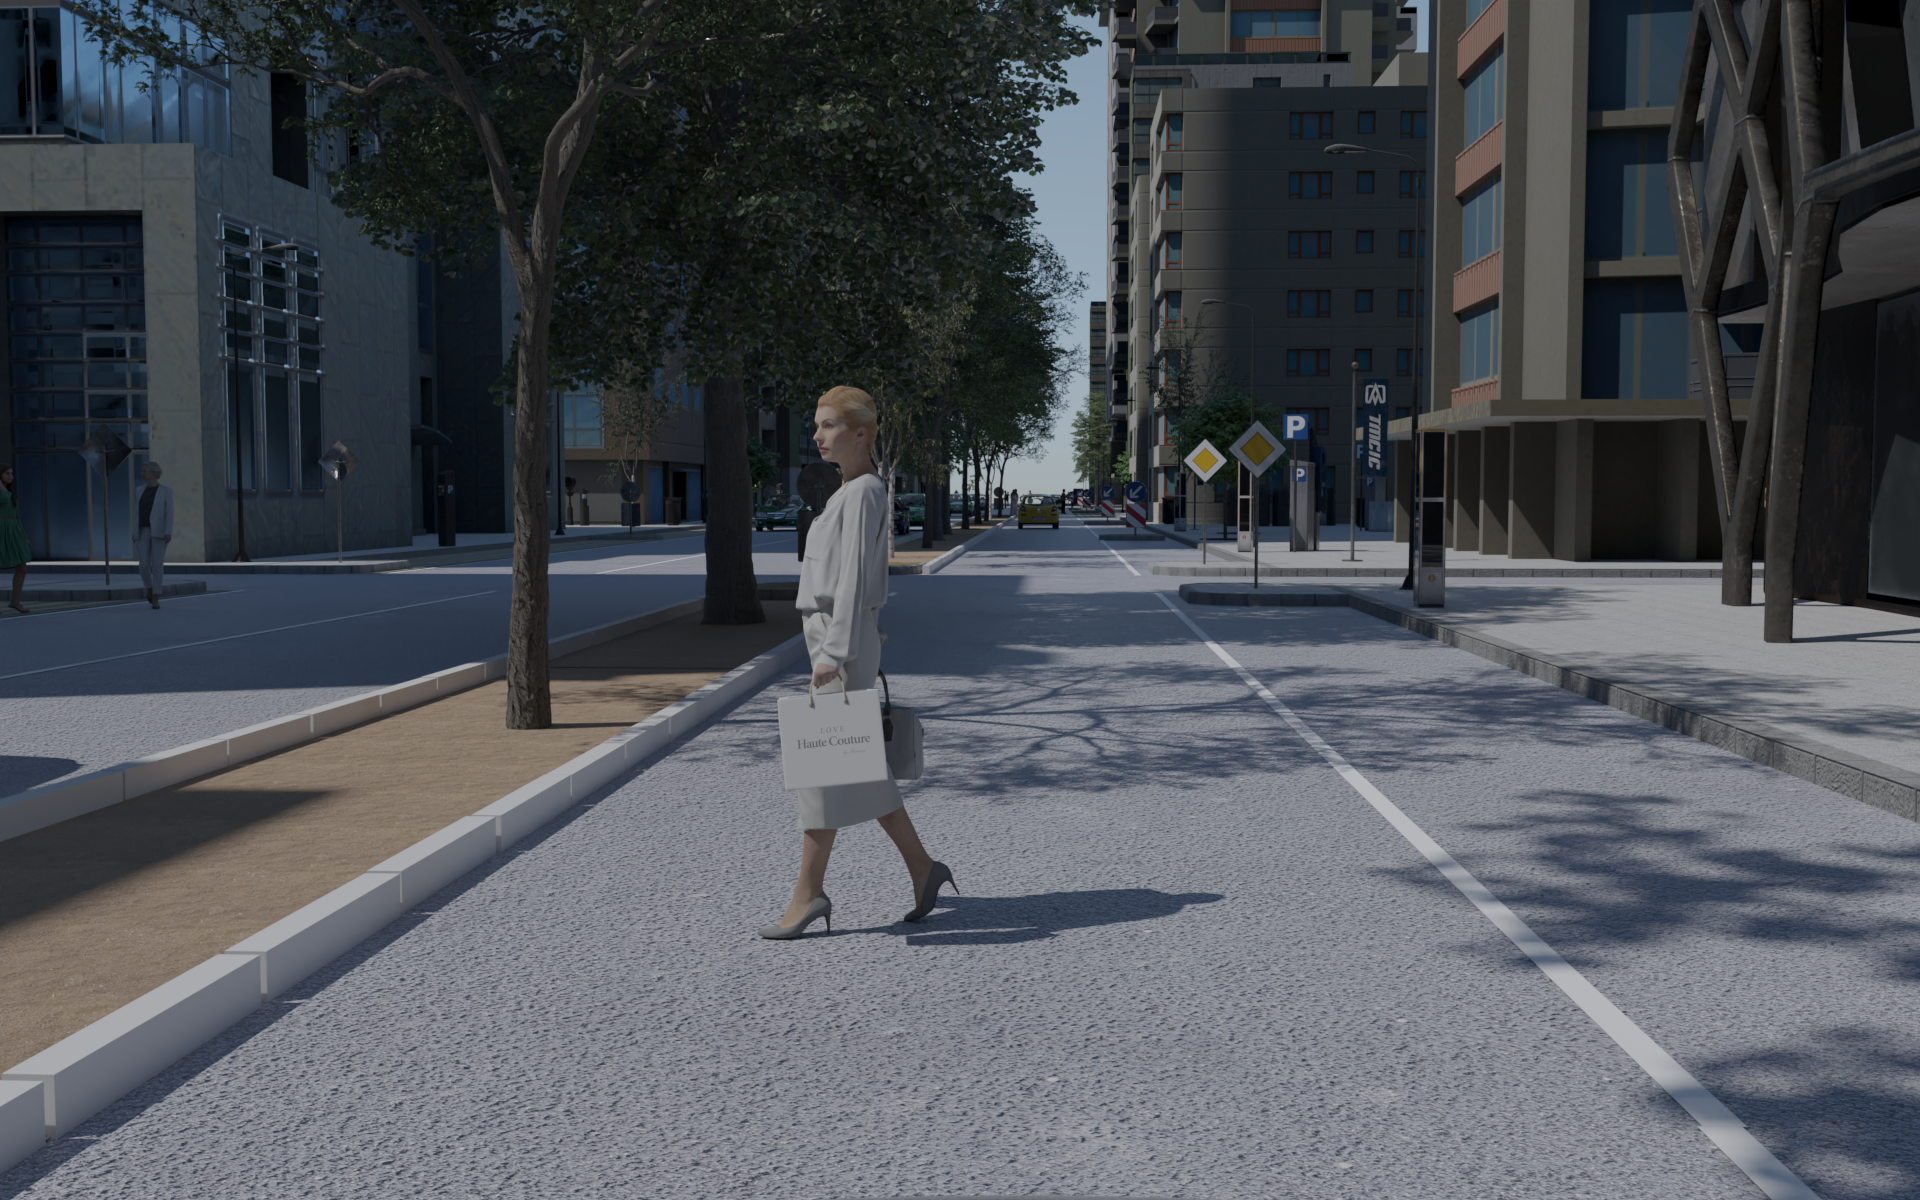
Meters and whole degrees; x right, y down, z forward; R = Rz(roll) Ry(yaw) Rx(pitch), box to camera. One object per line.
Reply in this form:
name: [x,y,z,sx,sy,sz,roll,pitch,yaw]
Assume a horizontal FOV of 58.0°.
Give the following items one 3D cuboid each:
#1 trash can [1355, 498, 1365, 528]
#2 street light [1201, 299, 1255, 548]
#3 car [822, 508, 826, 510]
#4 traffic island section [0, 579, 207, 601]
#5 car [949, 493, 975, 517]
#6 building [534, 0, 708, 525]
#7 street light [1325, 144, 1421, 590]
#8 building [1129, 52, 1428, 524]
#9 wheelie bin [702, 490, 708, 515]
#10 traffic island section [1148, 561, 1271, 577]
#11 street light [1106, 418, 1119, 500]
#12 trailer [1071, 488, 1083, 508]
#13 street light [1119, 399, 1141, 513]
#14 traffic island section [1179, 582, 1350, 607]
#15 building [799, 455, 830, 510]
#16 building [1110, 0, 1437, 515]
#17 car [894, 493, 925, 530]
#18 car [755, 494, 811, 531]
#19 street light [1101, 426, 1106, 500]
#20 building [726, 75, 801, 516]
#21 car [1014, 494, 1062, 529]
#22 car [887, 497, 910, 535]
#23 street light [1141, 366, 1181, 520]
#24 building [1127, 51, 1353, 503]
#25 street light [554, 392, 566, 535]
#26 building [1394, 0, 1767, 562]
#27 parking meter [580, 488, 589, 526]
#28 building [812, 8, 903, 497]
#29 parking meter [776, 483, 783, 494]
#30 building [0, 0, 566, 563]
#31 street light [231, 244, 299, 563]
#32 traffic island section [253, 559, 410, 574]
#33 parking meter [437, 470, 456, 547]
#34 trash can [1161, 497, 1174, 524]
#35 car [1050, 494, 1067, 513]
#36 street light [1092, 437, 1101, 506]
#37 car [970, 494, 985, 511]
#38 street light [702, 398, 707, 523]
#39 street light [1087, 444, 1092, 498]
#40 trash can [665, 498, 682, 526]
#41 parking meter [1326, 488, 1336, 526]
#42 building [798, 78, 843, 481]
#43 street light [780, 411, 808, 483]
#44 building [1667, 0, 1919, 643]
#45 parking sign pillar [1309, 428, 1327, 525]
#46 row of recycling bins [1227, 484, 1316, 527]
trash can: [15.416,-3.326,66.039,0.748,1.137,0.748,0,3,0]
street light: [6.453,-4.214,41.434,1.470,5.913,1.316,0,4,3]
car: [-5.640,-4.396,81.469,1.945,1.707,3.694,0,4,2]
traffic island section: [-12.027,-0.130,24.399,2.009,0.180,2.903,0,4,3]
car: [-0.018,-6.215,110.403,1.959,1.807,4.718,0,4,3]
building: [-19.241,-26.120,77.169,14.600,45.320,14.200,0,4,3]
street light: [5.545,-3.095,23.151,1.470,5.913,1.316,0,4,3]
building: [23.156,-14.850,87.845,27.650,21.520,28.899,0,4,3]
wheelie bin: [-11.191,-4.277,77.844,0.693,1.594,0.980,2,4,24]
traffic island section: [4.467,-0.565,31.514,2.009,0.180,2.903,0,4,3]
street light: [9.901,-8.175,106.205,1.470,5.913,1.316,0,4,3]
trailer: [11.994,-10.338,176.081,1.471,1.999,3.904,0,4,2]
street light: [8.700,-6.864,84.764,1.470,5.913,1.316,0,4,3]
traffic island section: [4.042,-0.077,23.540,2.009,0.180,2.903,0,4,3]
building: [-19.716,-41.535,117.354,20.563,71.187,20.611,0,4,3]
building: [23.347,-29.603,138.627,22.147,44.769,28.867,0,4,3]
car: [-2.040,-3.640,68.315,1.959,1.807,4.718,0,4,2]
car: [-6.887,-3.439,68.020,2.131,1.459,4.920,0,4,2]
street light: [10.580,-8.915,118.309,1.470,5.913,1.316,0,4,3]
building: [-17.194,-20.081,100.025,14.160,30.474,14.107,0,4,3]
car: [3.251,-3.797,72.303,2.015,1.641,3.980,0,4,1]
car: [-2.726,-3.004,61.701,1.945,1.354,3.894,0,4,2]
street light: [7.419,-5.526,62.887,1.470,5.913,1.316,0,4,3]
building: [18.380,-21.138,117.309,14.160,30.474,14.107,0,4,3]
street light: [-11.926,-4.967,53.746,1.470,5.913,1.316,0,4,3]
building: [24.657,-23.588,40.289,28.867,44.769,22.147,0,4,3]
parking meter: [-15.174,-3.766,69.978,0.372,1.533,0.369,0,3,0]
building: [-16.922,-32.990,163.084,21.300,48.544,21.600,0,4,3]
parking meter: [-9.807,-5.408,94.138,0.255,1.863,0.399,1,4,21]
building: [-24.357,-44.827,45.598,22.319,86.520,31.000,0,4,3]
street light: [-12.944,-3.655,32.295,1.470,5.913,1.316,0,4,3]
traffic island section: [-11.601,-0.617,32.373,2.009,0.180,2.903,0,4,3]
parking meter: [-12.551,-2.238,42.308,0.255,1.863,0.399,2,4,25]
trash can: [8.943,-3.812,73.983,0.748,1.137,0.748,0,3,0]
car: [7.112,-7.411,132.974,2.131,1.459,4.920,0,4,4]
street light: [11.627,-10.227,139.758,1.470,5.913,1.316,0,4,3]
car: [1.290,-7.183,129.239,2.131,1.459,4.920,0,4,1]
street light: [-10.628,-6.317,75.820,1.470,5.913,1.316,0,4,3]
street light: [12.830,-11.539,161.199,1.470,5.913,1.316,0,4,3]
trash can: [-11.664,-3.596,70.455,0.748,1.137,0.748,0,3,0]
parking meter: [14.995,-3.766,69.977,0.372,1.533,0.369,0,3,0]
building: [-24.584,-27.460,140.850,32.217,40.220,23.993,0,4,3]
street light: [-9.518,-7.628,97.266,1.470,5.913,1.316,0,4,3]
building: [15.010,-8.904,13.036,16.820,18.784,16.811,0,4,3]
parking sign pillar: [14.720,-5.066,71.307,1.447,3.967,1.447,2,4,25]
row of recycling bins: [12.392,-3.778,68.876,3.534,1.692,1.069,0,4,-4]
